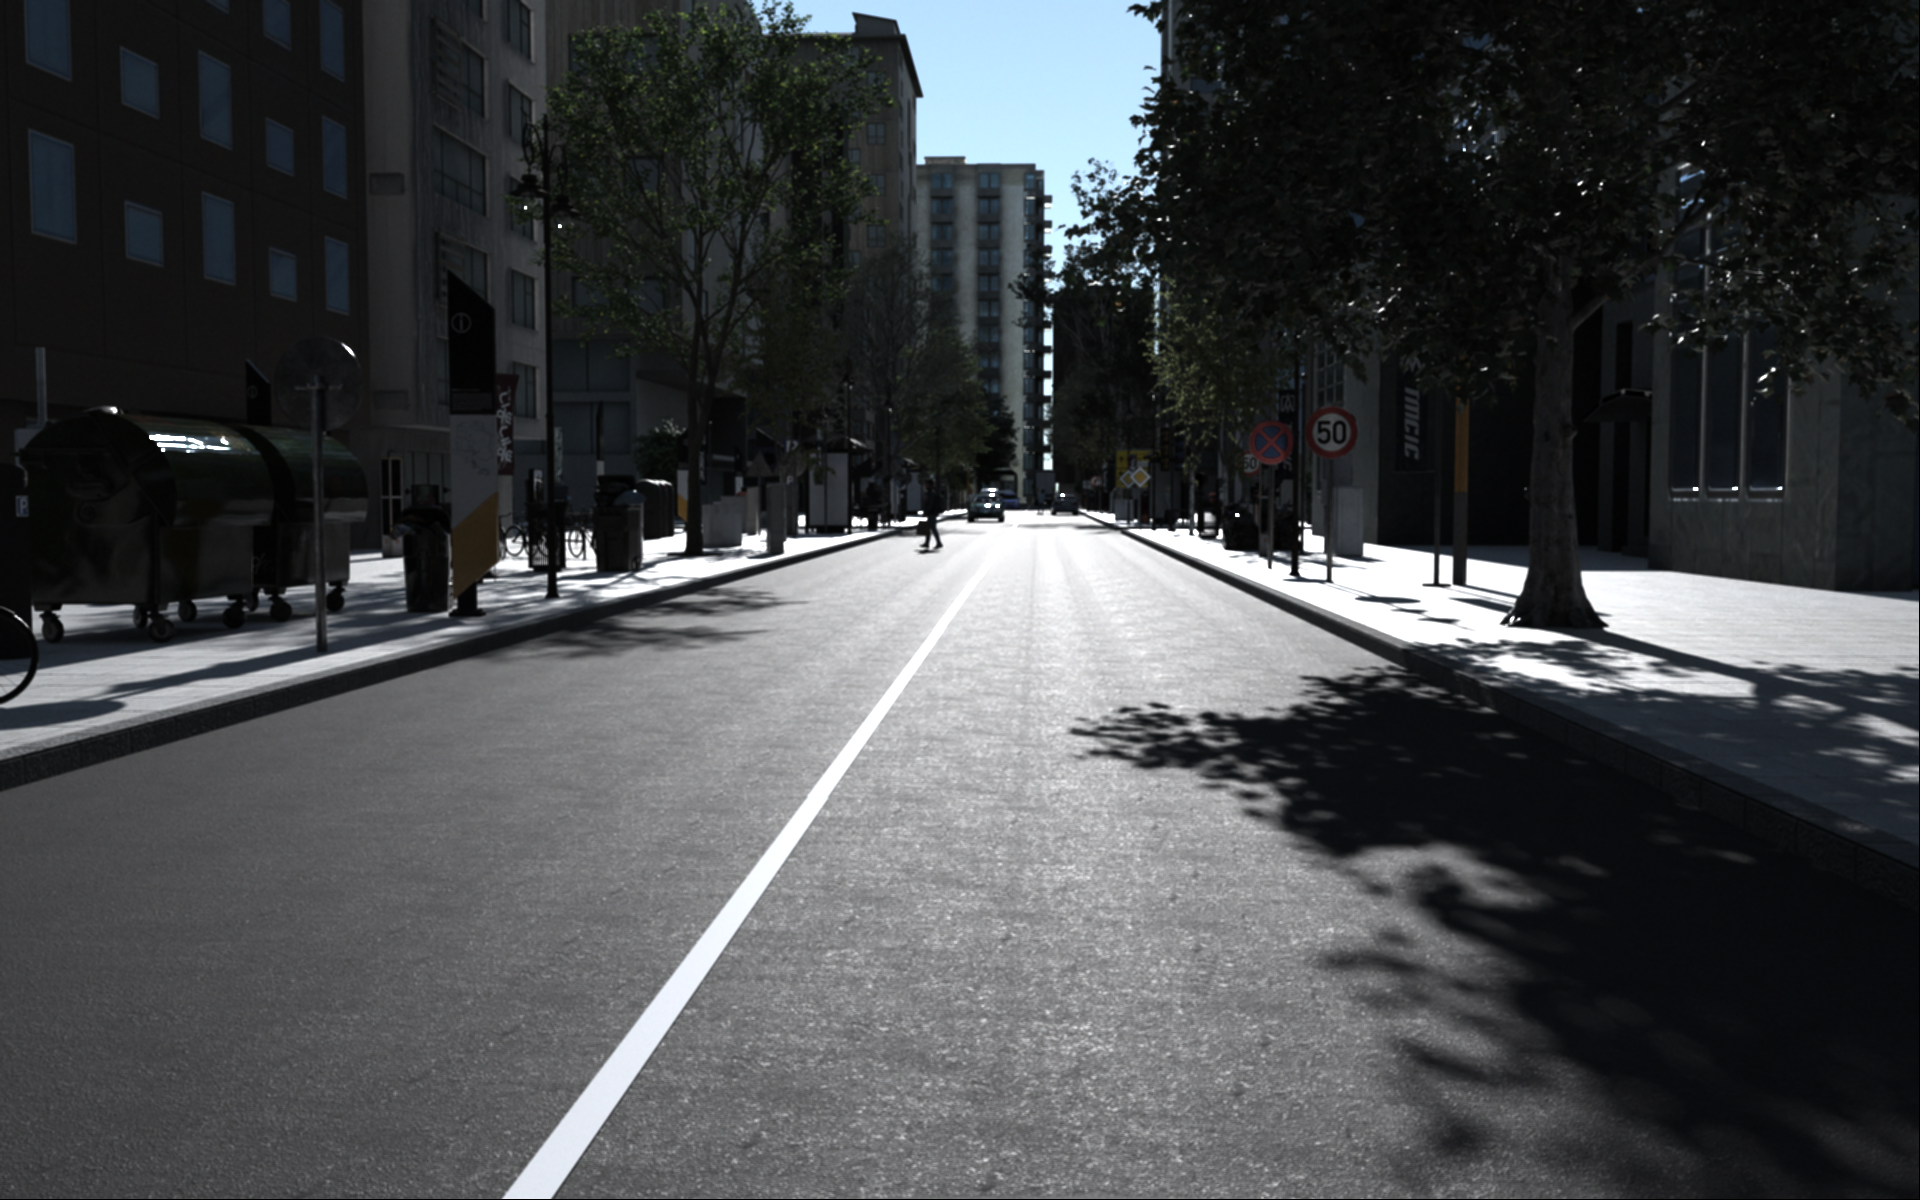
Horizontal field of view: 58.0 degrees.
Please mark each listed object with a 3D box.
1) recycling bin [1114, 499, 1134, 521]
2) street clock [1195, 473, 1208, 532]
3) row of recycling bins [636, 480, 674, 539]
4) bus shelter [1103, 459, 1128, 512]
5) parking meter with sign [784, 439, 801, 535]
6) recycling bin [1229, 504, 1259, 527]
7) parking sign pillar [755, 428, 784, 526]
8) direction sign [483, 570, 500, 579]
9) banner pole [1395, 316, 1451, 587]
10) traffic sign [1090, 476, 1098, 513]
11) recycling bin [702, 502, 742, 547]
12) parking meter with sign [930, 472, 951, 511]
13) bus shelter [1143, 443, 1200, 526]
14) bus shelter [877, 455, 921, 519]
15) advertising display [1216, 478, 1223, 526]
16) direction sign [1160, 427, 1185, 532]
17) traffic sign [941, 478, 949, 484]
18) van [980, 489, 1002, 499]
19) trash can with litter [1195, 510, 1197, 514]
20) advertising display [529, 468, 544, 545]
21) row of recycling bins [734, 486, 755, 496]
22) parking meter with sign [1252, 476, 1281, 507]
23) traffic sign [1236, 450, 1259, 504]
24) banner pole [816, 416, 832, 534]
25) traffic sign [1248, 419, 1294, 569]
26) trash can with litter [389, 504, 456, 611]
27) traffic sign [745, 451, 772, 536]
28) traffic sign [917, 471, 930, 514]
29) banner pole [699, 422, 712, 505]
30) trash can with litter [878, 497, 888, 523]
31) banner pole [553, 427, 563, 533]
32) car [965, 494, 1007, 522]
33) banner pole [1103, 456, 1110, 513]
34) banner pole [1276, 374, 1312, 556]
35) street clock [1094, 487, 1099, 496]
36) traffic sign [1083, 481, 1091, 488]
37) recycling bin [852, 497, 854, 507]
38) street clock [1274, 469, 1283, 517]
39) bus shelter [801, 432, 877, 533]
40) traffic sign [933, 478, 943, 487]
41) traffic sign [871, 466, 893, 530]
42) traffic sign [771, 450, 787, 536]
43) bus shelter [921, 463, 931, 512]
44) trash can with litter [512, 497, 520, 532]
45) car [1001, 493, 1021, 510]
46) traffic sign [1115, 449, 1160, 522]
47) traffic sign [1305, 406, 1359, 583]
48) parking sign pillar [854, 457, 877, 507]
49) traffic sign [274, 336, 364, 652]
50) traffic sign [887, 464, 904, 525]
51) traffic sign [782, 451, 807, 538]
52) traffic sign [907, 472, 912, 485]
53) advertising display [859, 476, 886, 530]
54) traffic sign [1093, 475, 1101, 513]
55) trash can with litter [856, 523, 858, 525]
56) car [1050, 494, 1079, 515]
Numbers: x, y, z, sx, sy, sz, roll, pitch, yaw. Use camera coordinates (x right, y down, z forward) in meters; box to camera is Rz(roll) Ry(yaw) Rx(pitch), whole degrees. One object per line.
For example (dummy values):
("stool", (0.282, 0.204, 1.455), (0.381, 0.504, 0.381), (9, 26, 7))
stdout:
("recycling bin", (7.993, -4.389, 84.309), (0.722, 1.027, 0.722), (3, 5, 39))
("street clock", (8.232, -3.345, 59.260), (0.358, 2.002, 0.471), (-3, 5, -43))
("row of recycling bins", (-9.062, -2.673, 50.813), (1.069, 1.692, 3.534), (0, 4, -1))
("bus shelter", (10.785, -7.860, 119.800), (1.731, 3.624, 6.357), (0, 4, 3))
("parking meter with sign", (-5.332, -3.558, 54.430), (0.543, 3.016, 1.738), (0, 4, -1))
("recycling bin", (7.302, -1.920, 43.939), (0.722, 1.027, 0.722), (3, 5, 39))
("parking sign pillar", (-7.690, -5.037, 70.823), (1.447, 3.967, 1.447), (0, 4, 4))
("direction sign", (-7.210, -2.098, 26.303), (0.379, 3.537, 0.876), (0, 4, 4))
("banner pole", (6.444, -2.087, 24.134), (0.863, 3.779, 0.401), (2, 4, 35))
("traffic sign", (9.321, -7.272, 119.007), (0.768, 2.556, 0.104), (0, 4, 4))
("recycling bin", (-5.852, -1.838, 42.603), (0.722, 1.027, 0.722), (3, 4, 37))
("parking meter with sign", (-1.622, -8.679, 138.163), (1.738, 3.016, 0.543), (0, 4, 7))
("bus shelter", (8.685, -4.731, 71.275), (2.014, 3.302, 5.546), (0, 4, 3))
("bus shelter", (-3.388, -5.974, 91.598), (2.014, 3.302, 5.546), (0, 4, 3))
("advertising display", (10.534, -3.958, 69.932), (0.123, 1.923, 0.974), (2, 4, 26))
("direction sign", (7.216, -4.093, 58.919), (0.876, 3.537, 0.379), (2, 4, 30))
("traffic sign", (-1.244, -8.364, 136.865), (0.768, 2.556, 0.104), (1, 4, 9))
("van", (2.225, -7.573, 130.823), (2.013, 2.044, 4.112), (0, 4, 4))
("trash can with litter", (14.738, -6.269, 113.563), (2.233, 1.210, 1.678), (0, 4, 4))
("advertising display", (-10.682, -2.353, 43.687), (0.123, 1.923, 0.974), (0, 4, 0))
("row of recycling bins", (-14.055, -6.282, 109.821), (3.534, 1.692, 1.069), (1, 4, 14))
("parking meter with sign", (13.033, -4.818, 75.038), (1.738, 3.016, 0.543), (1, 4, 18))
("traffic sign", (8.351, -3.055, 50.052), (0.768, 2.556, 0.104), (0, 4, 8))
("banner pole", (-4.440, -4.026, 55.839), (0.401, 3.779, 0.863), (-2, 4, -32))
("traffic sign", (5.326, -1.810, 29.699), (0.768, 2.556, 0.104), (1, 4, 9))
("trash can with litter", (-5.904, -0.475, 19.147), (0.624, 1.170, 1.055), (-1, 4, -8))
("traffic sign", (-6.067, -3.204, 52.386), (0.884, 2.594, 0.081), (0, 4, 7))
("traffic sign", (-2.044, -5.922, 96.934), (0.768, 2.556, 0.104), (0, 4, 7))
("banner pole", (-8.905, -4.313, 60.533), (0.863, 3.779, 0.401), (2, 4, 33))
("trash can with litter", (-3.587, -4.033, 77.333), (1.055, 1.170, 0.624), (0, 4, 3))
("banner pole", (-13.287, -4.095, 56.970), (0.401, 3.779, 0.863), (-3, 5, -45))
("car", (1.368, -4.771, 89.800), (2.131, 1.459, 4.920), (0, 4, 3))
("banner pole", (9.691, -7.613, 114.494), (0.863, 3.779, 0.401), (-2, 4, -35))
("banner pole", (7.009, -2.835, 36.372), (0.401, 3.779, 0.863), (-3, 5, -45))
("street clock", (11.359, -8.538, 144.167), (0.358, 2.002, 0.471), (-2, 4, -31))
("traffic sign", (9.633, -7.906, 131.393), (0.606, 2.300, 0.079), (0, 4, 7))
("recycling bin", (-8.207, -7.450, 134.359), (0.722, 1.027, 0.722), (2, 4, 26))
("street clock", (9.277, -2.845, 51.094), (0.471, 2.002, 0.358), (-1, 4, -15))
("bus shelter", (-4.197, -3.986, 59.092), (2.014, 3.302, 5.546), (0, 4, 3))
("traffic sign", (-1.687, -7.857, 128.466), (0.884, 2.594, 0.081), (1, 4, 11))
("traffic sign", (-2.780, -3.573, 62.055), (0.795, 2.450, 0.064), (0, 4, 3))
("traffic sign", (-5.189, -3.150, 51.506), (0.884, 2.594, 0.081), (1, 4, 12))
("bus shelter", (-2.976, -6.982, 108.087), (2.014, 3.302, 5.546), (0, 4, 3))
("trash can with litter", (-15.845, -2.880, 58.143), (2.233, 1.210, 1.678), (0, 4, 7))
("car", (4.554, -9.037, 157.349), (1.945, 1.707, 3.694), (0, 4, 1))
("traffic sign", (8.203, -5.196, 78.834), (2.265, 3.308, 0.079), (0, 4, 4))
("traffic sign", (5.353, -1.524, 25.029), (0.768, 2.556, 0.104), (0, 4, 4))
("parking sign pillar", (-6.983, -8.339, 124.821), (1.447, 3.967, 1.447), (0, 4, 5))
("traffic sign", (-5.188, -0.850, 14.004), (0.768, 2.556, 0.104), (0, 4, 8))
("traffic sign", (-2.729, -4.441, 72.721), (0.768, 2.556, 0.104), (0, 4, 4))
("traffic sign", (-4.859, -3.093, 50.679), (0.768, 2.556, 0.104), (0, 4, 4))
("traffic sign", (-3.037, -5.881, 96.262), (0.768, 2.556, 0.104), (0, 4, 4))
("advertising display", (-3.138, -3.491, 62.288), (0.974, 1.923, 0.123), (0, 4, 2))
("traffic sign", (9.303, -7.061, 115.456), (0.884, 2.594, 0.081), (1, 4, 12))
("trash can with litter", (-5.102, -3.724, 71.951), (1.678, 1.210, 2.233), (0, 4, 7))
("car", (7.144, -6.498, 118.247), (2.014, 1.417, 4.499), (0, 4, 1))
